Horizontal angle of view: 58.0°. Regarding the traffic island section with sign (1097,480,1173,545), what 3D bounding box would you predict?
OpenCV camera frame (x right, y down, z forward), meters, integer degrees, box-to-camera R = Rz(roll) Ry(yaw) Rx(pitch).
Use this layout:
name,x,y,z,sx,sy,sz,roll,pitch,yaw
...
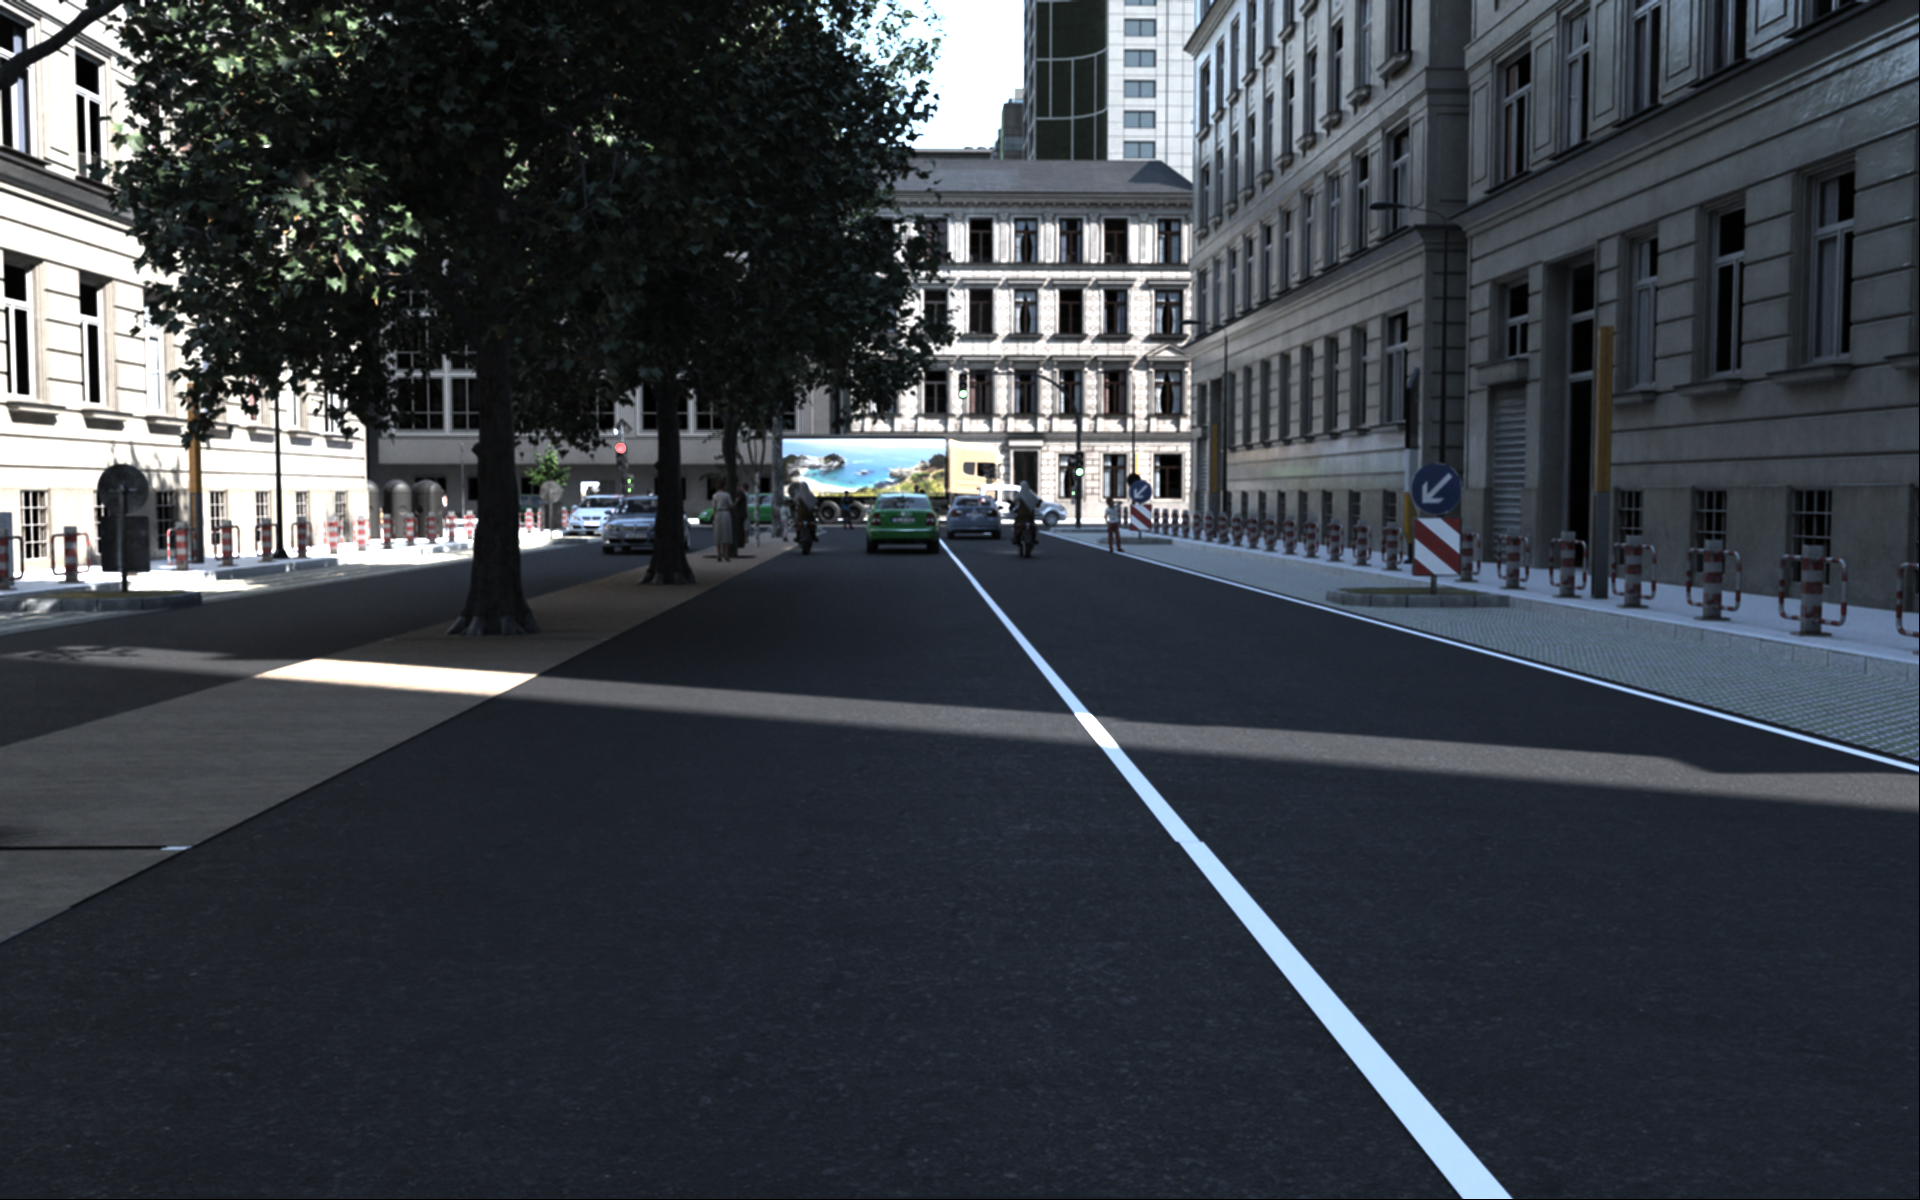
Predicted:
name,x,y,z,sx,sy,sz,roll,pitch,yaw
traffic island section with sign,4.978,-2.517,49.777,1.989,1.847,2.006,0,4,-2

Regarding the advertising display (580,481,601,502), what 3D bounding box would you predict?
name,x,y,z,sx,sy,sz,roll,pitch,yaw
advertising display,-18.158,-4.889,85.149,0.974,1.923,0.123,0,4,-3

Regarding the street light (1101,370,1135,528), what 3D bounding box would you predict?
name,x,y,z,sx,sy,sz,roll,pitch,yaw
street light,5.973,-5.657,65.032,1.470,5.913,1.316,0,4,-2

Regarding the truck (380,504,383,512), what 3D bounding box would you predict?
name,x,y,z,sx,sy,sz,roll,pitch,yaw
truck,-34.299,-5.401,78.069,18.799,4.110,2.967,0,4,0

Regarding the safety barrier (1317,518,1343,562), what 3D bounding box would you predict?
name,x,y,z,sx,sy,sz,roll,pitch,yaw
safety barrier,7.132,-1.141,32.933,0.300,0.817,1.120,0,4,-2

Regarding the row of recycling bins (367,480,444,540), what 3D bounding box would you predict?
name,x,y,z,sx,sy,sz,roll,pitch,yaw
row of recycling bins,-16.464,-2.582,49.331,3.534,1.692,1.069,-3,4,-38

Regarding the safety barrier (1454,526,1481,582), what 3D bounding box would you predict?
name,x,y,z,sx,sy,sz,roll,pitch,yaw
safety barrier,7.392,-0.672,25.269,0.300,0.817,1.120,0,4,-2

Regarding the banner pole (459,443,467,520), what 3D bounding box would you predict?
name,x,y,z,sx,sy,sz,roll,pitch,yaw
banner pole,-24.500,-5.831,85.358,0.401,3.779,0.863,-1,4,-20

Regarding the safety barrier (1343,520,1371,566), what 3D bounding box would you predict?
name,x,y,z,sx,sy,sz,roll,pitch,yaw
safety barrier,7.198,-1.024,31.018,0.300,0.817,1.120,0,4,-2

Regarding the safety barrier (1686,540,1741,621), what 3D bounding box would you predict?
name,x,y,z,sx,sy,sz,roll,pitch,yaw
safety barrier,7.652,-0.203,17.602,0.300,0.817,1.120,0,4,-2

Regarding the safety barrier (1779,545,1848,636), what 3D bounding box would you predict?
name,x,y,z,sx,sy,sz,roll,pitch,yaw
safety barrier,7.716,-0.086,15.686,0.300,0.817,1.120,0,4,-2

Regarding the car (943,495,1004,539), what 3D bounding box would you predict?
name,x,y,z,sx,sy,sz,roll,pitch,yaw
car,0.440,-2.729,56.623,2.014,1.417,4.499,0,4,0

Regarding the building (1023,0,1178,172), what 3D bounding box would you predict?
name,x,y,z,sx,sy,sz,roll,pitch,yaw
building,14.735,-44.517,166.101,20.563,71.187,20.611,0,4,-2

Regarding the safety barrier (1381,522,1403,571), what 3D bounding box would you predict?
name,x,y,z,sx,sy,sz,roll,pitch,yaw
safety barrier,7.260,-0.907,29.102,0.300,0.817,1.120,0,4,-2

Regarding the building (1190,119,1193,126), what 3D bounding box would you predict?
name,x,y,z,sx,sy,sz,roll,pitch,yaw
building,25.855,-18.110,93.359,25.104,27.353,12.463,0,4,-2

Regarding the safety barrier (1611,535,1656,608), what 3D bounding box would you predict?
name,x,y,z,sx,sy,sz,roll,pitch,yaw
safety barrier,7.587,-0.321,19.517,0.300,0.817,1.120,0,4,-2

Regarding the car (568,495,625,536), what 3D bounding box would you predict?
name,x,y,z,sx,sy,sz,roll,pitch,yaw
car,-12.312,-2.929,59.891,2.014,1.417,4.499,0,4,-1

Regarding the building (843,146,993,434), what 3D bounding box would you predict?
name,x,y,z,sx,sy,sz,roll,pitch,yaw
building,-4.242,-41.068,260.695,27.495,52.752,28.713,0,4,-2

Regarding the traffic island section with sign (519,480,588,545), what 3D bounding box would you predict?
name,x,y,z,sx,sy,sz,roll,pitch,yaw
traffic island section with sign,-11.749,-2.504,49.571,1.989,1.847,2.006,0,4,-2

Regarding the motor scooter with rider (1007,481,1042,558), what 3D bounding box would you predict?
name,x,y,z,sx,sy,sz,roll,pitch,yaw
motor scooter with rider,1.513,-1.867,39.490,0.876,1.779,1.986,0,4,-2

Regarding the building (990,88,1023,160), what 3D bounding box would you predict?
name,x,y,z,sx,sy,sz,roll,pitch,yaw
building,15.110,-35.935,207.151,23.786,49.044,30.456,0,4,-2

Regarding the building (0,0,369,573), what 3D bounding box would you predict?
name,x,y,z,sx,sy,sz,roll,pitch,yaw
building,-22.833,-12.152,31.965,16.112,22.955,30.059,0,4,-2

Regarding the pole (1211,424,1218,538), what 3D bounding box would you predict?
name,x,y,z,sx,sy,sz,roll,pitch,yaw
pole,7.415,-3.462,50.440,0.158,3.312,0.155,0,3,0

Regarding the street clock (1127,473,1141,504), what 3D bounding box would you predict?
name,x,y,z,sx,sy,sz,roll,pitch,yaw
street clock,6.119,-3.450,60.974,0.471,2.002,0.358,0,4,-4

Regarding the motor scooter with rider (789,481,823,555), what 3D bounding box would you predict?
name,x,y,z,sx,sy,sz,roll,pitch,yaw
motor scooter with rider,-3.651,-1.988,41.462,0.876,1.779,1.986,0,4,-3

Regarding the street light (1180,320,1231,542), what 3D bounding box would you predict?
name,x,y,z,sx,sy,sz,roll,pitch,yaw
street light,6.561,-4.515,46.359,1.470,5.913,1.316,0,4,-2

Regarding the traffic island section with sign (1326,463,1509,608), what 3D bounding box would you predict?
name,x,y,z,sx,sy,sz,roll,pitch,yaw
traffic island section with sign,5.889,-0.858,22.664,1.989,1.847,2.006,0,4,-2

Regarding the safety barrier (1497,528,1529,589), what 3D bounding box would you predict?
name,x,y,z,sx,sy,sz,roll,pitch,yaw
safety barrier,7.457,-0.555,23.353,0.300,0.817,1.120,0,4,-2

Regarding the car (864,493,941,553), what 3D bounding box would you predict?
name,x,y,z,sx,sy,sz,roll,pitch,yaw
car,-1.437,-2.120,43.452,1.959,1.807,4.718,0,4,-2

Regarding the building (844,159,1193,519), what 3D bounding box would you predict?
name,x,y,z,sx,sy,sz,roll,pitch,yaw
building,3.206,-13.969,93.024,19.286,19.102,10.561,0,4,-2

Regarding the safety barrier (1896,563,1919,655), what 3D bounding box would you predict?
name,x,y,z,sx,sy,sz,roll,pitch,yaw
safety barrier,7.778,0.031,13.766,0.300,0.817,1.120,0,4,-2

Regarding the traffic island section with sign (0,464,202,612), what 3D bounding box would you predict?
name,x,y,z,sx,sy,sz,roll,pitch,yaw
traffic island section with sign,-10.817,-0.814,21.940,1.989,1.847,2.006,0,4,-2

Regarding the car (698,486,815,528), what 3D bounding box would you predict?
name,x,y,z,sx,sy,sz,roll,pitch,yaw
car,-8.257,-3.760,70.267,4.718,1.807,1.959,0,3,0

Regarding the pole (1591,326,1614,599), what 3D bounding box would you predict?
name,x,y,z,sx,sy,sz,roll,pitch,yaw
pole,7.855,-1.672,21.179,0.158,3.312,0.155,0,3,0

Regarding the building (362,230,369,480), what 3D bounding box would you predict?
name,x,y,z,sx,sy,sz,roll,pitch,yaw
building,-38.361,-16.043,91.985,15.834,23.373,12.332,0,4,-2

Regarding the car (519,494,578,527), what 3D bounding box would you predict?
name,x,y,z,sx,sy,sz,roll,pitch,yaw
car,-18.536,-4.088,76.631,4.222,1.686,2.009,0,4,-1

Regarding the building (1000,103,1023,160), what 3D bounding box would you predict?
name,x,y,z,sx,sy,sz,roll,pitch,yaw
building,11.193,-30.637,184.501,14.154,41.232,14.086,0,4,-2

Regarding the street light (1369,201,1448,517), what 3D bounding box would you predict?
name,x,y,z,sx,sy,sz,roll,pitch,yaw
street light,7.191,-3.373,27.686,1.470,5.913,1.316,0,4,-2

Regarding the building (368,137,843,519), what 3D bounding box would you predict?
name,x,y,z,sx,sy,sz,roll,pitch,yaw
building,-18.485,-18.355,93.604,24.014,27.812,14.314,0,4,-2

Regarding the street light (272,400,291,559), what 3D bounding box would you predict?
name,x,y,z,sx,sy,sz,roll,pitch,yaw
street light,-12.962,-3.774,34.246,1.470,5.913,1.316,0,4,-2

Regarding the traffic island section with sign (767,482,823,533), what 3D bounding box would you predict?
name,x,y,z,sx,sy,sz,roll,pitch,yaw
traffic island section with sign,-6.174,-3.477,64.990,2.006,1.907,1.989,0,4,-2

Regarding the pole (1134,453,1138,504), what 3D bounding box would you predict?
name,x,y,z,sx,sy,sz,roll,pitch,yaw
pole,8.804,-5.684,86.781,0.158,3.312,0.155,0,3,0

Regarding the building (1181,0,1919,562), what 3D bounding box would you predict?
name,x,y,z,sx,sy,sz,roll,pitch,yaw
building,16.159,-13.199,49.091,16.112,22.955,30.059,0,4,-2

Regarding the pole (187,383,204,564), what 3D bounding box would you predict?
name,x,y,z,sx,sy,sz,roll,pitch,yaw
pole,-14.112,-2.331,31.961,0.158,3.312,0.155,0,3,0

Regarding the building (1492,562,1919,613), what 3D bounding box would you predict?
name,x,y,z,sx,sy,sz,roll,pitch,yaw
building,17.487,-11.366,19.115,16.112,22.955,30.059,0,4,-2

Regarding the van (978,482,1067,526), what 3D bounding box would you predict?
name,x,y,z,sx,sy,sz,roll,pitch,yaw
van,2.793,-4.367,78.413,4.112,2.044,2.013,0,4,-2

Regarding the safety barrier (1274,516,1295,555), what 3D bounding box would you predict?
name,x,y,z,sx,sy,sz,roll,pitch,yaw
safety barrier,7.003,-1.376,36.765,0.300,0.817,1.120,0,4,-2

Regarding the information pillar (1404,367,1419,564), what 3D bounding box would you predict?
name,x,y,z,sx,sy,sz,roll,pitch,yaw
information pillar,8.308,-2.477,31.860,0.183,3.616,0.504,2,4,33

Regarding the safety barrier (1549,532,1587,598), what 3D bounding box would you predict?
name,x,y,z,sx,sy,sz,roll,pitch,yaw
safety barrier,7.521,-0.438,21.433,0.300,0.817,1.120,0,4,-2

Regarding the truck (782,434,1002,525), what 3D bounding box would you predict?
name,x,y,z,sx,sy,sz,roll,pitch,yaw
truck,-2.986,-5.730,82.594,11.283,4.237,2.839,0,4,-3

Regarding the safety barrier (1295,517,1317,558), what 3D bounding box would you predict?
name,x,y,z,sx,sy,sz,roll,pitch,yaw
safety barrier,7.067,-1.258,34.849,0.300,0.817,1.120,0,4,-2

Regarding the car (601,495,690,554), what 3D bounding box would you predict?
name,x,y,z,sx,sy,sz,roll,pitch,yaw
car,-7.757,-1.900,43.074,2.014,1.417,4.499,0,4,-2
